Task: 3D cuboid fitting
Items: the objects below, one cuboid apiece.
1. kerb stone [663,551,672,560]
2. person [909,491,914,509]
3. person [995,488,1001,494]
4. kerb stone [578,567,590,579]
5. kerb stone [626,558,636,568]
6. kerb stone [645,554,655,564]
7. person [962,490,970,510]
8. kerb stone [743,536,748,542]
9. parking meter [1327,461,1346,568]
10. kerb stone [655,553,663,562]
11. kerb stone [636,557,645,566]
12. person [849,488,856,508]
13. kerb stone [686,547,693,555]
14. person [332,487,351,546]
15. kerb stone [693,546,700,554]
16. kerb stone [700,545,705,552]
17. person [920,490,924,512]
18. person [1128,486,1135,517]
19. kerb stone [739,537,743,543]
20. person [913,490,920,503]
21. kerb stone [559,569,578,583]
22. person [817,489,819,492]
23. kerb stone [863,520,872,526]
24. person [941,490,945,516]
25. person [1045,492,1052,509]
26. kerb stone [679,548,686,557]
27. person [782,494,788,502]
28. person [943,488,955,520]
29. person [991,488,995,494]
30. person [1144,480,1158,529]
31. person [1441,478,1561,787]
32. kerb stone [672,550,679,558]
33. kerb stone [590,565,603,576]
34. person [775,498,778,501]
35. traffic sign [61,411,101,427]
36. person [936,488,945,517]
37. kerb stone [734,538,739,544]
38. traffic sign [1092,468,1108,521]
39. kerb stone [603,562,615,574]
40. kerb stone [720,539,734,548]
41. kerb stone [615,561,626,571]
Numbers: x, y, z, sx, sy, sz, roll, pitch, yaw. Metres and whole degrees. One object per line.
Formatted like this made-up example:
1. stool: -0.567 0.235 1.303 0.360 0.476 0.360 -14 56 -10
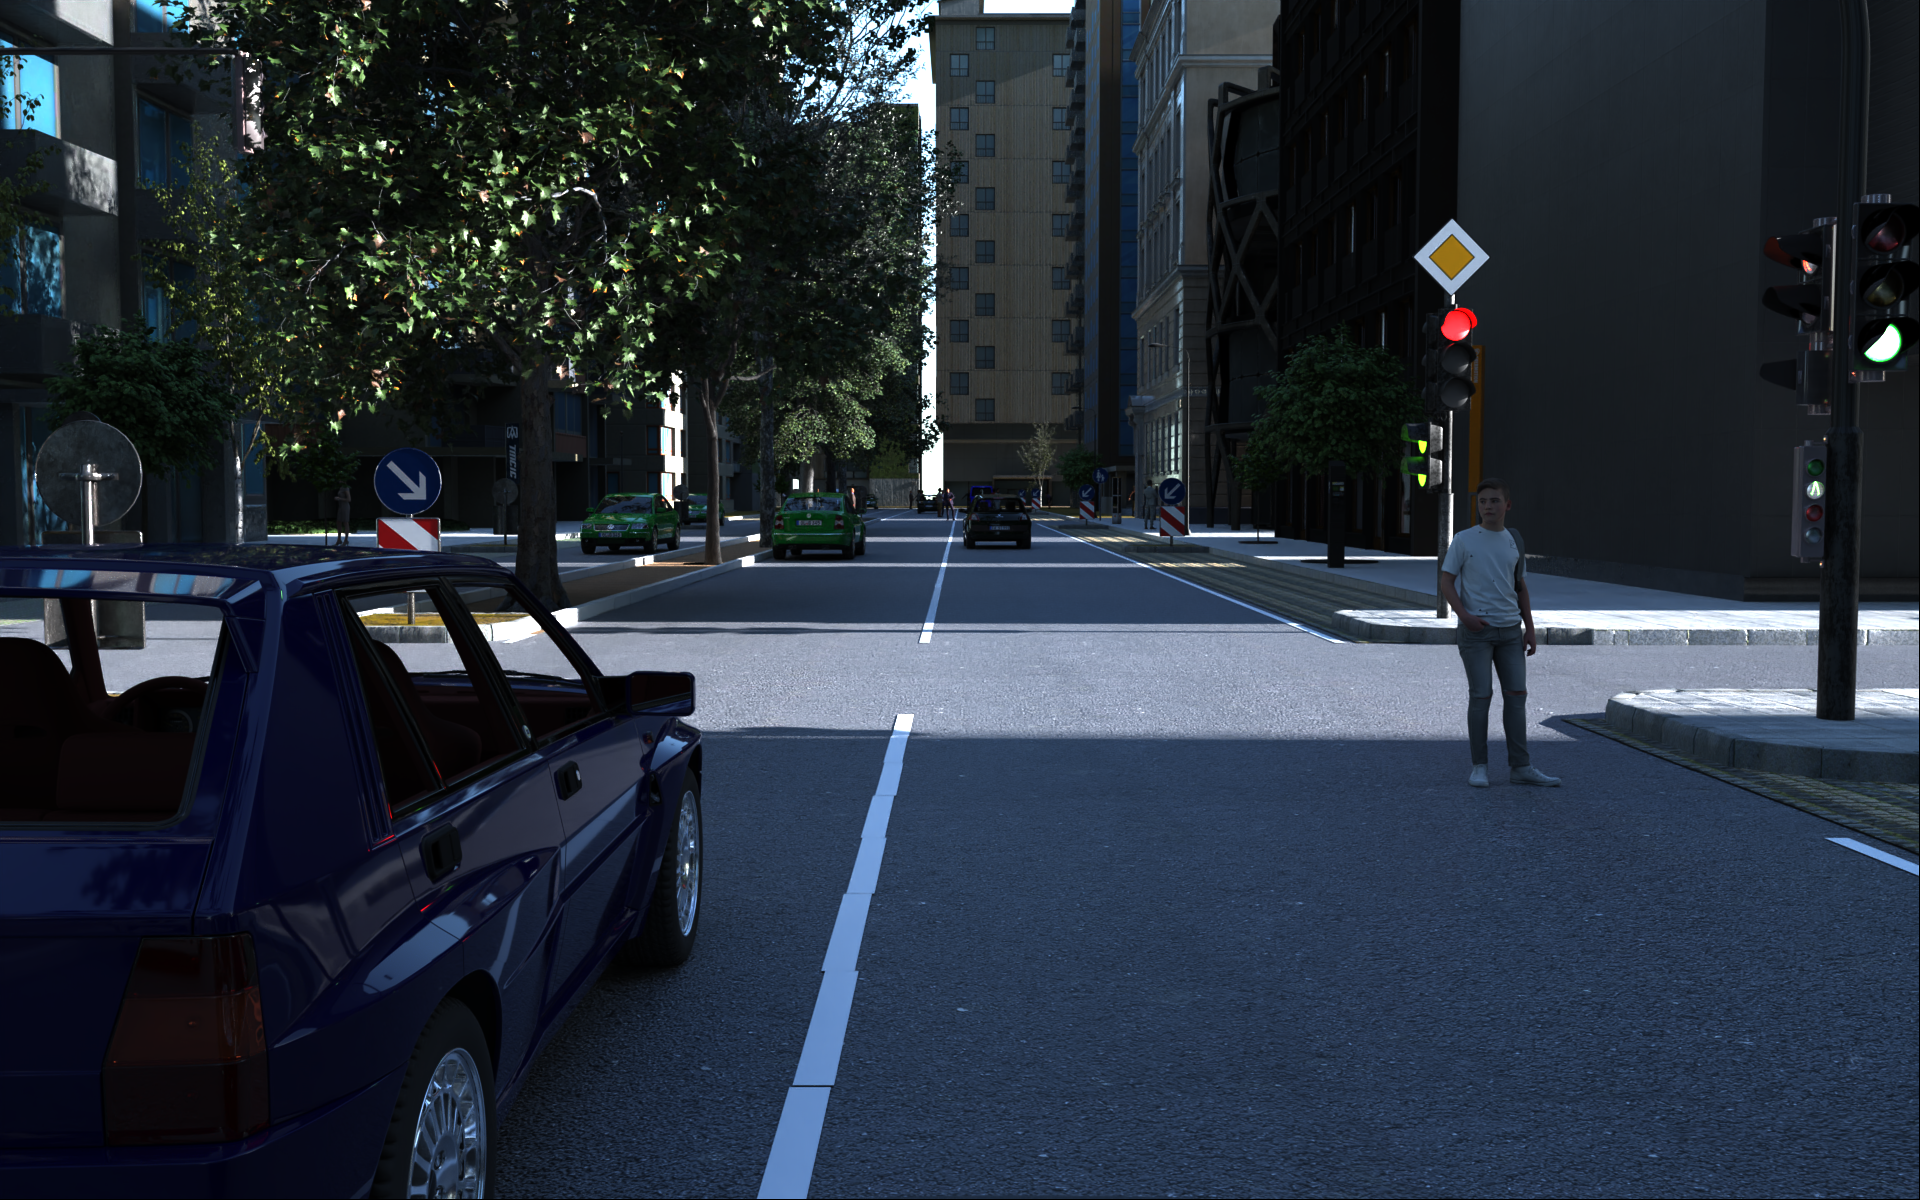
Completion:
1. kerb stone: -6.429 -0.931 37.452 0.120 0.150 1.000 0 3 0
2. person: -4.651 -9.585 165.764 0.434 1.755 0.990 0 4 8
3. person: 2.526 -6.473 114.331 1.348 1.824 0.705 -2 4 -28
4. kerb stone: -6.450 -0.431 29.243 0.120 0.150 1.000 0 3 0
5. kerb stone: -6.437 -0.673 33.342 0.120 0.150 1.000 0 3 0
6. kerb stone: -6.435 -0.802 35.400 0.120 0.150 1.000 0 3 0
7. person: 0.810 -8.927 154.480 1.348 1.821 0.705 0 4 5
8. kerb stone: -6.424 -1.749 50.784 0.120 0.150 1.000 0 3 0
9. parking meter: 6.554 -1.495 30.149 0.255 1.863 0.399 0 4 5
10. kerb stone: -6.450 -0.870 36.428 0.120 0.150 1.000 0 3 0
11. kerb stone: -6.444 -0.745 34.369 0.120 0.150 1.000 0 3 0
12. person: -6.003 -5.396 97.271 0.434 1.755 0.990 0 4 -5
13. kerb stone: -6.438 -1.120 40.536 0.120 0.150 1.000 0 3 0
14. person: -15.141 -2.203 42.396 0.374 1.781 0.599 -3 4 -36
15. kerb stone: -6.426 -1.184 41.560 0.120 0.150 1.000 0 3 0
16. kerb stone: -6.436 -1.244 42.585 0.120 0.150 1.000 0 3 0
17. person: -2.862 -7.745 135.858 0.721 1.743 1.217 1 4 19
18. person: 9.933 -5.577 97.750 1.217 1.766 0.721 -3 5 -39
19. kerb stone: -6.430 -1.682 49.762 0.120 0.150 1.000 0 3 0
20. person: -3.666 -8.818 152.669 0.705 1.824 1.348 -2 4 -33
21. kerb stone: -6.444 -0.369 28.221 0.120 0.150 1.000 0 3 0
22. person: -13.962 -10.041 170.233 1.348 1.822 0.705 -2 4 -27
23. kerb stone: -4.297 -3.562 80.436 0.120 0.150 1.000 0 3 0
24. person: -1.163 -6.302 112.470 0.756 1.711 0.436 1 4 11
25. person: 7.646 -8.605 149.973 0.697 1.427 0.421 -3 5 -40
26. kerb stone: -6.438 -1.058 39.497 0.120 0.150 1.000 0 3 0
27. person: -15.504 -8.782 152.811 0.799 1.438 0.628 0 4 -5
28. person: -0.566 -5.218 94.261 0.683 1.767 0.568 0 4 -1
29. person: 2.366 -6.952 122.105 1.348 1.831 0.705 -1 4 -17
30. person: 6.973 -3.481 63.145 0.511 1.800 0.466 2 4 30
31. person: 2.651 0.157 8.527 0.503 1.515 0.523 -3 5 -40
32. kerb stone: -6.432 -0.996 38.474 0.120 0.150 1.000 0 3 0
33. kerb stone: -6.443 -0.494 30.266 0.120 0.150 1.000 0 3 0
34. person: -14.043 -7.323 129.039 1.065 1.426 0.557 1 4 22
35. traffic sign: -13.446 -1.617 26.543 0.768 2.556 0.104 1 4 9
36. person: -1.215 -6.014 106.826 0.705 1.824 1.348 -2 4 -26
37. kerb stone: -6.425 -1.623 48.738 0.120 0.150 1.000 0 3 0
38. traffic sign: 6.792 -5.118 83.787 0.768 2.556 0.104 0 4 7
39. kerb stone: -6.444 -0.556 31.297 0.120 0.150 1.000 0 3 0
40. kerb stone: -6.430 -1.561 47.715 0.120 0.150 1.000 0 3 0
41. kerb stone: -6.444 -0.619 32.319 0.120 0.150 1.000 0 3 0
